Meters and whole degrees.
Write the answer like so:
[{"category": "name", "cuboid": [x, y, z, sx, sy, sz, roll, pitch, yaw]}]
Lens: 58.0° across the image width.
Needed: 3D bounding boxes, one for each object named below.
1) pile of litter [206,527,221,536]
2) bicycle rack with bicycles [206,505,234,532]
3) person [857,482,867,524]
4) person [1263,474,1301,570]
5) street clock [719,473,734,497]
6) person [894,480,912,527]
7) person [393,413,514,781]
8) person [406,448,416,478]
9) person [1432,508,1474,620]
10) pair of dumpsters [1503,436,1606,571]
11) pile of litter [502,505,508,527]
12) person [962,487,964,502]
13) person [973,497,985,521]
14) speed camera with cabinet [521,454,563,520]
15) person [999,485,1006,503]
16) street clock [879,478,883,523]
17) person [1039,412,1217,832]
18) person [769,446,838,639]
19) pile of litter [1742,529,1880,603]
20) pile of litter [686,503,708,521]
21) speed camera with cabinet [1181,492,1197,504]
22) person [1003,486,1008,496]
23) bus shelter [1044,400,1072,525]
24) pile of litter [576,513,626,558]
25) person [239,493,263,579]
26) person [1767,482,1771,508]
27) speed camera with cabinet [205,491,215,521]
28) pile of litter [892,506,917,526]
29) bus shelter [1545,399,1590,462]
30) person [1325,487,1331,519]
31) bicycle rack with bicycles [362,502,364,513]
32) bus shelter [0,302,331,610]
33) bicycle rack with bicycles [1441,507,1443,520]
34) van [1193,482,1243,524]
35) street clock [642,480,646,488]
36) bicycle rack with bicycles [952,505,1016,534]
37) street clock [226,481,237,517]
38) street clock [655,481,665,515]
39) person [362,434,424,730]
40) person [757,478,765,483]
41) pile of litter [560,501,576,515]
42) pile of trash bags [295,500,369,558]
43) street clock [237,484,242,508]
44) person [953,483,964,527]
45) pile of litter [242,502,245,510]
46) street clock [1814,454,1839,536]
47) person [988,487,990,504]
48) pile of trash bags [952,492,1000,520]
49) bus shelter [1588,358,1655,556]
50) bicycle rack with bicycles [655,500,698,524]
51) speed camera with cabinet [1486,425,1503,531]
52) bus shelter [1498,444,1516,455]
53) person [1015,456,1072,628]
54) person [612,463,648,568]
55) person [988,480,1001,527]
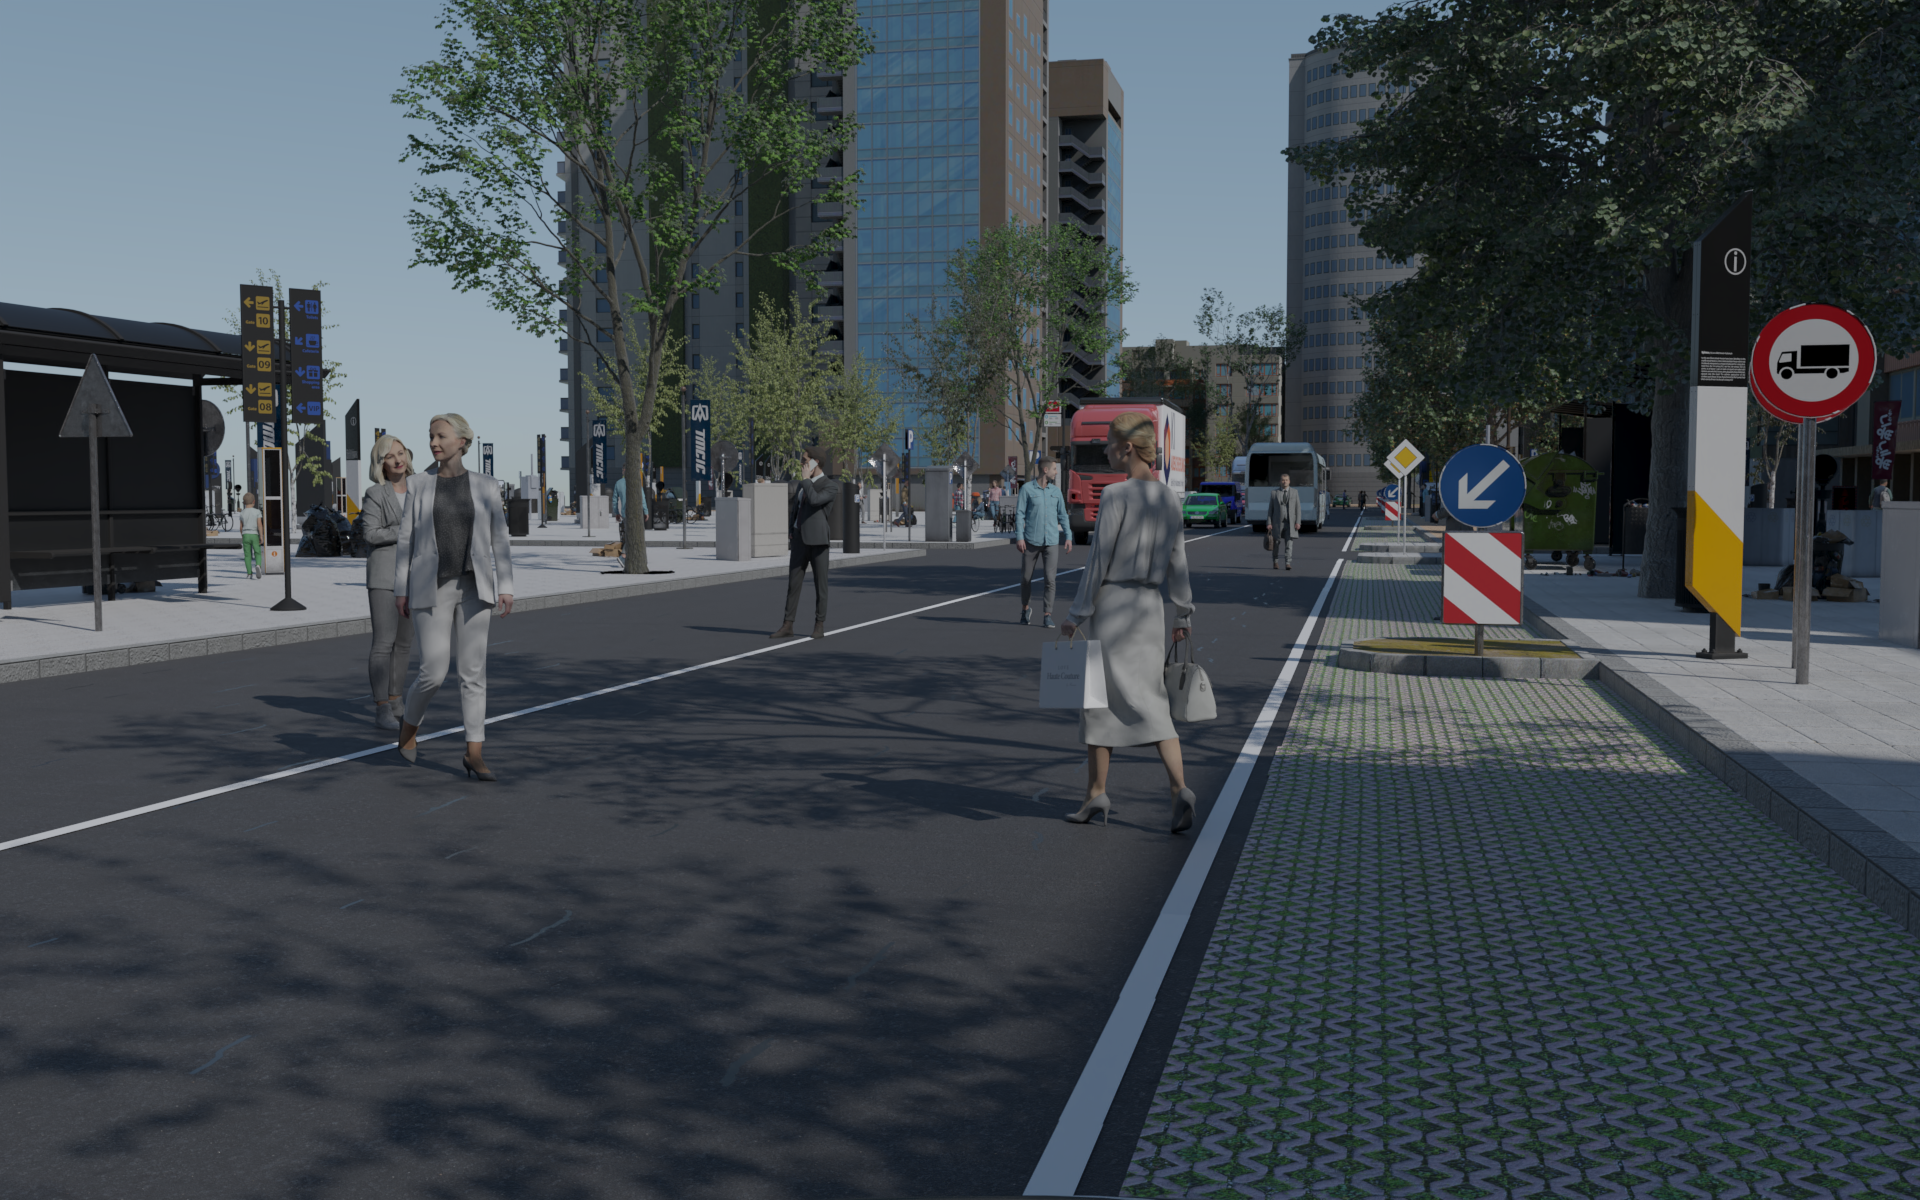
[{"category": "pile of litter", "cuboid": [-23.257, -2.385, 52.959, 1.176, 0.858, 1.719, -1, 4, -14]}, {"category": "bicycle rack with bicycles", "cuboid": [-25.856, -2.751, 58.355, 2.852, 0.926, 2.925, 2, 4, 35]}, {"category": "person", "cuboid": [-4.298, -4.200, 74.914, 0.583, 1.804, 0.606, 3, 5, 39]}, {"category": "person", "cuboid": [6.115, -1.483, 32.844, 0.694, 1.812, 0.767, 0, 4, 7]}, {"category": "street clock", "cuboid": [-7.796, -3.255, 57.785, 0.471, 2.002, 0.358, 0, 4, -3]}, {"category": "person", "cuboid": [-2.160, -3.731, 66.960, 0.836, 1.842, 0.656, -2, 4, -32]}, {"category": "person", "cuboid": [-2.618, -0.029, 8.853, 0.514, 1.842, 0.818, -3, 5, -41]}, {"category": "person", "cuboid": [-7.557, -1.105, 23.477, 0.474, 1.900, 0.648, -2, 4, -27]}, {"category": "person", "cuboid": [5.596, -0.697, 19.697, 0.447, 1.846, 0.655, 3, 4, 36]}, {"category": "pair of dumpsters", "cuboid": [10.489, -1.743, 30.992, 1.574, 2.255, 4.437, 1, 4, 13]}, {"category": "pile of litter", "cuboid": [-17.854, -3.314, 68.141, 1.719, 0.858, 1.176, 2, 4, 30]}, {"category": "person", "cuboid": [0.245, -7.142, 122.994, 0.590, 1.801, 0.661, -2, 4, -26]}, {"category": "person", "cuboid": [0.843, -4.399, 83.462, 0.738, 1.151, 1.012, 0, 4, 4]}, {"category": "speed camera with cabinet", "cuboid": [-20.799, -5.595, 85.811, 0.660, 3.252, 2.038, 2, 4, 34]}, {"category": "person", "cuboid": [2.342, -5.586, 97.548, 0.721, 1.800, 0.419, -1, 4, -18]}, {"category": "street clock", "cuboid": [-3.360, -4.369, 75.995, 0.358, 2.002, 0.471, 0, 4, -6]}, {"category": "person", "cuboid": [0.723, 0.092, 7.346, 0.694, 1.780, 0.624, -2, 4, -23]}, {"category": "person", "cuboid": [-1.523, -0.570, 17.184, 0.648, 1.900, 0.474, 2, 4, 32]}, {"category": "pile of litter", "cuboid": [10.432, -0.427, 20.943, 1.176, 0.858, 1.719, -2, 4, -34]}, {"category": "pile of litter", "cuboid": [-12.832, -4.292, 84.138, 1.176, 0.858, 1.719, -1, 4, -9]}, {"category": "speed camera with cabinet", "cuboid": [14.684, -7.313, 113.899, 0.660, 3.252, 2.038, -2, 4, -35]}, {"category": "person", "cuboid": [2.860, -6.336, 109.907, 0.850, 1.792, 0.678, 3, 4, 36]}, {"category": "bus shelter", "cuboid": [5.239, -6.036, 76.316, 2.179, 5.291, 8.768, 1, 4, 13]}, {"category": "pile of litter", "cuboid": [-7.067, -1.329, 35.695, 1.176, 0.858, 1.719, 0, 4, 2]}, {"category": "person", "cuboid": [-10.643, -0.962, 26.020, 0.306, 1.304, 0.590, -2, 4, -32]}, {"category": "person", "cuboid": [31.789, -3.759, 68.048, 0.519, 1.759, 0.362, -1, 4, -22]}, {"category": "speed camera with cabinet", "cuboid": [-36.853, -5.423, 83.006, 2.038, 3.252, 0.660, 0, 4, 2]}, {"category": "pile of litter", "cuboid": [-2.351, -3.493, 71.077, 1.176, 0.858, 1.719, 2, 4, 28]}, {"category": "bus shelter", "cuboid": [16.487, -3.306, 45.341, 1.731, 3.624, 6.357, 1, 4, 13]}, {"category": "person", "cuboid": [20.344, -5.377, 96.299, 0.514, 1.842, 0.818, 0, 4, -1]}, {"category": "bicycle rack with bicycles", "cuboid": [-30.532, -4.647, 89.359, 2.852, 0.926, 2.925, -2, 4, -33]}, {"category": "bus shelter", "cuboid": [-9.659, -1.579, 19.737, 2.014, 3.302, 5.546, 1, 4, 13]}, {"category": "bicycle rack with bicycles", "cuboid": [24.956, -4.417, 85.598, 2.852, 0.926, 2.925, 0, 4, 6]}, {"category": "van", "cuboid": [12.537, -4.849, 83.663, 2.240, 2.365, 5.245, 1, 4, 13]}, {"category": "street clock", "cuboid": [-16.849, -5.327, 91.668, 0.471, 2.002, 0.358, 1, 4, 23]}, {"category": "bicycle rack with bicycles", "cuboid": [0.952, -2.707, 57.641, 2.852, 0.926, 2.925, 1, 4, 18]}, {"category": "street clock", "cuboid": [-41.391, -5.725, 98.168, 0.358, 2.002, 0.471, -2, 4, -35]}, {"category": "street clock", "cuboid": [-16.695, -5.618, 96.427, 0.471, 2.002, 0.358, -2, 4, -34]}, {"category": "person", "cuboid": [-3.448, -0.129, 10.795, 0.537, 1.800, 0.526, -3, 5, -44]}, {"category": "person", "cuboid": [-5.977, -2.799, 52.361, 0.362, 1.759, 0.519, -3, 5, -44]}, {"category": "pile of litter", "cuboid": [-23.616, -5.553, 104.754, 1.176, 0.858, 1.719, 0, 4, -7]}, {"category": "pile of trash bags", "cuboid": [-11.910, -1.576, 35.514, 3.447, 1.369, 1.912, 1, 4, 17]}, {"category": "street clock", "cuboid": [-53.809, -7.618, 129.123, 0.471, 2.002, 0.358, -3, 5, -41]}, {"category": "person", "cuboid": [-0.096, -3.738, 67.992, 0.643, 1.720, 0.563, -1, 4, -23]}, {"category": "pile of litter", "cuboid": [-49.282, -6.489, 120.053, 1.176, 0.858, 1.719, -3, 4, -37]}, {"category": "street clock", "cuboid": [15.621, -1.640, 31.377, 0.471, 2.002, 0.358, 2, 4, 33]}, {"category": "person", "cuboid": [1.911, -6.707, 116.451, 0.760, 1.731, 0.466, -1, 4, -15]}, {"category": "pile of trash bags", "cuboid": [0.584, -5.016, 91.771, 3.447, 1.369, 1.912, -2, 4, -35]}, {"category": "bus shelter", "cuboid": [13.229, -2.536, 32.739, 1.731, 3.624, 6.357, 1, 4, 13]}, {"category": "bicycle rack with bicycles", "cuboid": [-12.752, -3.764, 74.918, 2.925, 0.926, 2.852, 0, 4, 7]}, {"category": "speed camera with cabinet", "cuboid": [15.546, -3.425, 50.336, 2.038, 3.252, 0.660, -3, 5, -40]}, {"category": "bus shelter", "cuboid": [21.124, -4.645, 69.864, 2.014, 3.302, 5.546, 1, 4, 13]}, {"category": "person", "cuboid": [0.895, -0.639, 18.813, 0.638, 1.841, 0.748, 0, 4, -4]}, {"category": "person", "cuboid": [-5.852, -1.498, 30.395, 0.638, 1.841, 0.748, 2, 4, 32]}, {"category": "person", "cuboid": [1.363, -3.817, 68.464, 0.555, 1.821, 0.388, 0, 4, -1]}]
